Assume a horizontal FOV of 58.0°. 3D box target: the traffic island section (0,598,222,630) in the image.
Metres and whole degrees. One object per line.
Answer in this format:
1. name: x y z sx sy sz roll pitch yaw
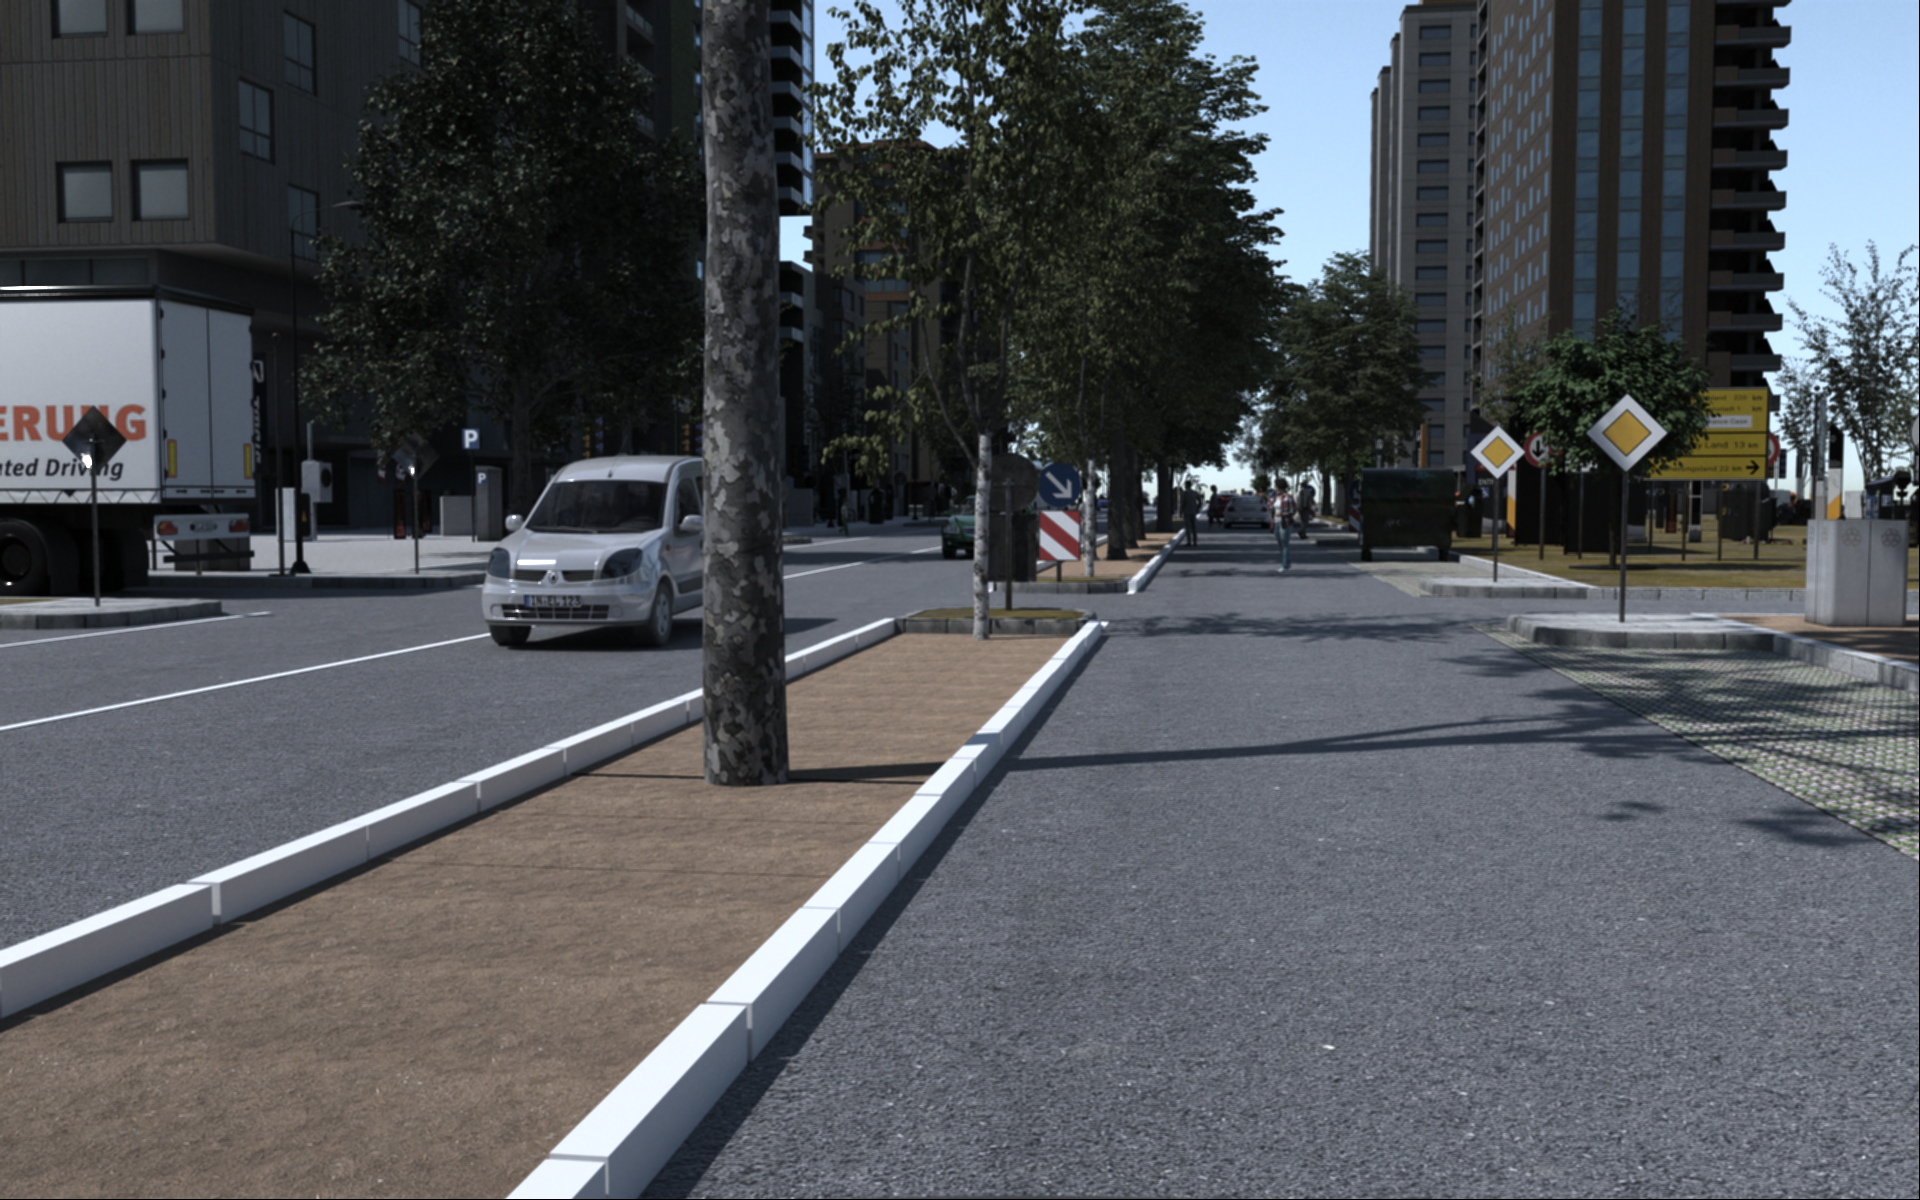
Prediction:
1. traffic island section: -9.869 0.153 19.778 2.009 0.180 2.903 1 4 8

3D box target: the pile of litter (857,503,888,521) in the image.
1. pile of litter: -4.394 -4.139 81.638 1.719 0.858 1.176 0 4 -2

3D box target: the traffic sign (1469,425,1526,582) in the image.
1. traffic sign: 7.790 -1.316 25.154 0.795 2.450 0.064 1 4 8

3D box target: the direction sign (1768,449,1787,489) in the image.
1. direction sign: 40.962 -5.806 86.928 0.876 3.537 0.379 1 4 21

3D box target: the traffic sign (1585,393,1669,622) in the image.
1. traffic sign: 6.616 -0.833 17.256 0.795 2.450 0.064 1 4 8

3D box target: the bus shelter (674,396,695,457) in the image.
1. bus shelter: -8.891 -5.296 64.216 2.179 5.291 8.768 1 4 8

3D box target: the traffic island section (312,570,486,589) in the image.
1. traffic island section: -8.696 -0.330 27.677 2.009 0.180 2.903 1 4 8

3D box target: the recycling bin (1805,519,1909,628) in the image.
1. recycling bin: 8.778 -0.270 16.971 0.722 1.027 0.722 1 4 8

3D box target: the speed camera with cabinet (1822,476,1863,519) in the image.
1. speed camera with cabinet: 45.991 -5.851 90.003 2.038 3.252 0.660 3 4 37

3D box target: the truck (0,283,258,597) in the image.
1. truck: -16.027 -2.206 24.986 11.283 4.237 2.839 0 4 8

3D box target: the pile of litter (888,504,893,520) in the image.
1. pile of litter: -3.935 -4.379 85.567 1.176 0.858 1.719 2 4 32

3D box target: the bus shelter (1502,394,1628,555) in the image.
1. bus shelter: 13.683 -2.941 39.372 1.731 3.624 6.357 1 4 8

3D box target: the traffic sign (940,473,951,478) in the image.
1. traffic sign: -0.856 -6.228 101.936 0.768 2.556 0.104 1 4 12

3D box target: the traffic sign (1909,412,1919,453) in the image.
1. traffic sign: 14.014 -1.515 24.882 0.768 2.556 0.104 1 4 14

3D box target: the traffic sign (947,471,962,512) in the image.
1. traffic sign: -0.315 -6.053 98.968 0.884 2.594 0.081 1 4 11

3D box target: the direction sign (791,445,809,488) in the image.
1. direction sign: -7.374 -5.375 79.879 0.876 3.537 0.379 1 4 16

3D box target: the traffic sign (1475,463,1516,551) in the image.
1. traffic sign: 11.984 -2.374 38.825 0.884 2.594 0.081 1 4 15

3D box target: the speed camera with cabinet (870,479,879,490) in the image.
1. speed camera with cabinet: -5.753 -6.617 102.528 2.038 3.252 0.660 2 4 35

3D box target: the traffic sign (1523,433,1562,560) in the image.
1. traffic sign: 11.363 -2.059 33.769 0.768 2.556 0.104 1 4 10

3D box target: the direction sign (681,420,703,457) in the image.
1. direction sign: -8.209 -3.748 53.279 0.876 3.537 0.379 2 4 30

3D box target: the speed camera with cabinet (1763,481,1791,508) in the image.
1. speed camera with cabinet: 35.363 -4.980 75.761 2.038 3.252 0.660 -1 4 -22

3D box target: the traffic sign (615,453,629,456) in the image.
1. traffic sign: -10.432 -3.265 53.484 0.768 2.556 0.104 1 4 17

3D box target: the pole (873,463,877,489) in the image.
1. pole: -4.877 -6.451 99.320 0.158 3.312 0.155 0 3 0

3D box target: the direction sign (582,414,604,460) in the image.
1. direction sign: -10.413 -3.499 49.201 0.876 3.537 0.379 2 4 35

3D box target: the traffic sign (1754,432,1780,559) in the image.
1. traffic sign: 15.805 -2.092 34.313 0.768 2.556 0.104 1 4 12

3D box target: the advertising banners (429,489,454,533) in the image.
1. advertising banners: -17.628 -3.721 57.020 2.074 3.025 0.090 0 4 -7

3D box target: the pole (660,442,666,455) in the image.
1. pole: -11.545 -4.501 67.434 0.158 3.312 0.155 0 3 0

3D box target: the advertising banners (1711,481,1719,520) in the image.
1. advertising banners: 38.049 -5.536 86.703 2.074 3.025 0.090 -3 5 -40

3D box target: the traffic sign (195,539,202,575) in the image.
1. traffic sign: -12.039 -1.664 27.318 0.768 2.556 0.104 1 4 10

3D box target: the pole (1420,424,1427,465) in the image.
1. pole: 13.548 -3.476 50.676 0.158 3.312 0.155 0 3 0

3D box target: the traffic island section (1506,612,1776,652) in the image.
1. traffic island section: 6.641 0.303 17.329 2.009 0.180 2.903 1 4 8

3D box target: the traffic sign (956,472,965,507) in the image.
1. traffic sign: -0.064 -6.201 101.498 0.768 2.556 0.104 1 4 14

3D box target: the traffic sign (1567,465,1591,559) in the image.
1. traffic sign: 12.182 -1.947 33.970 0.606 2.300 0.079 1 4 13

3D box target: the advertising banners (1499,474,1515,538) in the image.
1. advertising banners: 16.087 -3.316 50.402 2.074 3.025 0.090 -3 5 -40

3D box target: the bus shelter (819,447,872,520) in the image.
1. bus shelter: -5.723 -5.974 88.965 1.731 3.624 6.357 1 4 8

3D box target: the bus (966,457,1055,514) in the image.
1. bus: 2.607 -5.331 82.025 2.948 3.499 13.247 1 4 9

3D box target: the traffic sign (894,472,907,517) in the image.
1. traffic sign: -3.402 -6.012 98.408 0.768 2.556 0.104 1 4 13

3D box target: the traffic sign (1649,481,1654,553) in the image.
1. traffic sign: 15.017 -2.299 37.588 0.884 2.594 0.081 1 4 18

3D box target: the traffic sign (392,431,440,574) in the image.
1. traffic sign: -8.671 -1.466 27.612 0.795 2.450 0.064 1 4 8

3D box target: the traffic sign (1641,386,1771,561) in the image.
1. traffic sign: 14.203 -2.397 33.068 2.265 3.308 0.079 1 4 13

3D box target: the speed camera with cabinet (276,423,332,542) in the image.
1. speed camera with cabinet: -17.923 -3.242 47.348 0.660 3.252 2.038 0 4 8

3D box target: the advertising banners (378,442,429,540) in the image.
1. advertising banners: -15.926 -3.245 49.237 0.090 3.025 2.074 1 4 22

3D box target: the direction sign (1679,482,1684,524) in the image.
1. direction sign: 31.105 -5.038 74.371 0.379 3.537 0.876 3 4 38

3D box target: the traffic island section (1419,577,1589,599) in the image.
1. traffic island section: 7.814 -0.180 25.228 2.009 0.180 2.903 1 4 8

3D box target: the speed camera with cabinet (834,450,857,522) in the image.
1. speed camera with cabinet: -5.229 -5.187 79.147 0.660 3.252 2.038 1 4 12

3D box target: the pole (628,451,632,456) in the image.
1. pole: -15.707 -5.417 82.412 0.158 3.312 0.155 0 3 0

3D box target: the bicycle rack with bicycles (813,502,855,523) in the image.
1. bicycle rack with bicycles: -5.880 -3.870 76.661 2.925 0.926 2.852 -1 4 -14

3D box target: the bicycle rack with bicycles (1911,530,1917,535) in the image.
1. bicycle rack with bicycles: 30.990 -2.435 53.193 2.852 0.926 2.925 0 4 -7

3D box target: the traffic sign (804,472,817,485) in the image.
1. traffic sign: -6.807 -4.700 78.979 0.606 2.300 0.079 1 4 9

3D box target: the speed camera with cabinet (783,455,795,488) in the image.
1. speed camera with cabinet: -8.554 -5.647 86.658 0.660 3.252 2.038 -1 4 -8

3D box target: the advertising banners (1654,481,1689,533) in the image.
1. advertising banners: 23.403 -3.711 56.870 2.074 3.025 0.090 -2 4 -27

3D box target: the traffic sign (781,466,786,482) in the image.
1. traffic sign: -8.167 -4.747 77.715 0.768 2.556 0.104 1 4 10

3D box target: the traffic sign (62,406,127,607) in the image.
1. traffic sign: -9.845 -0.983 19.713 0.795 2.450 0.064 1 4 8
